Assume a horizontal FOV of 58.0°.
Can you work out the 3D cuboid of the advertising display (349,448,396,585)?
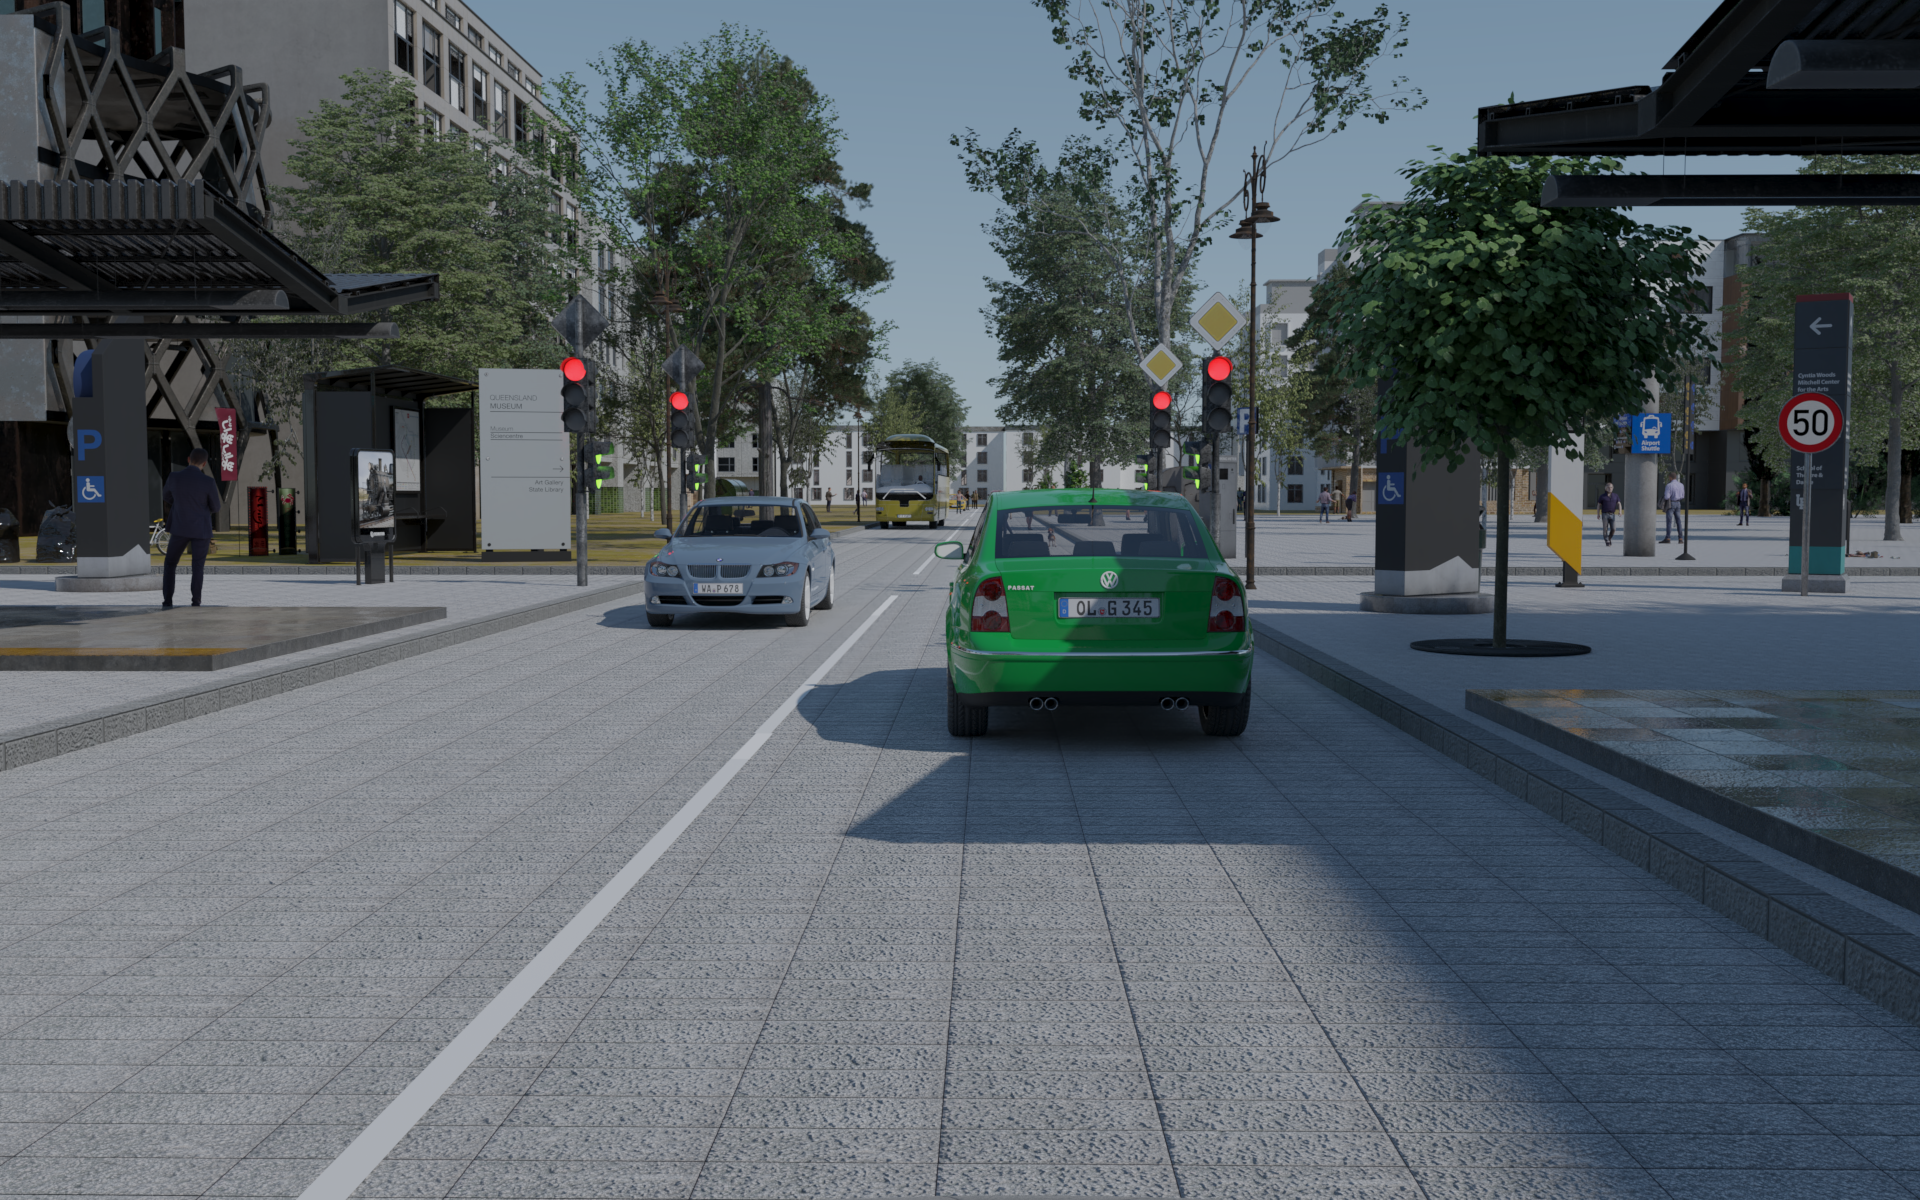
[{"bbox_3d":[-8.371,-1.194,24.731,0.123,1.923,0.974,1,4,13],"label":"advertising display"}]

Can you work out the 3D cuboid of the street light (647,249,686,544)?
[{"bbox_3d":[-5.540,-3.676,32.896,0.468,5.910,1.993,0,4,1],"label":"street light"}]

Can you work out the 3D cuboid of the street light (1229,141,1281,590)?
[{"bbox_3d":[3.910,-3.081,23.157,0.468,5.910,1.993,0,4,1],"label":"street light"}]

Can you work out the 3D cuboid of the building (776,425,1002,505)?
[{"bbox_3d":[-8.464,-16.720,215.518,28.070,9.664,9.099,0,4,1],"label":"building"}]

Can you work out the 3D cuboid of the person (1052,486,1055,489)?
[{"bbox_3d":[5.331,-5.627,98.591,0.990,1.755,0.434,0,4,7],"label":"person"}]

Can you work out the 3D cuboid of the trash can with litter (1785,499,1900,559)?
[{"bbox_3d":[18.072,-1.477,35.212,1.678,1.210,2.233,-1,4,-12],"label":"trash can with litter"}]

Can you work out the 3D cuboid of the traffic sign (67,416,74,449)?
[{"bbox_3d":[-12.469,-1.519,24.943,0.768,2.556,0.104,0,4,1],"label":"traffic sign"}]

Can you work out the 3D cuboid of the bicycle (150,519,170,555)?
[{"bbox_3d":[-16.661,-1.367,35.567,0.635,0.972,1.543,3,5,42],"label":"bicycle"}]

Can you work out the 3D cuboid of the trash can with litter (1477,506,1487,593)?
[{"bbox_3d":[6.117,-0.633,21.741,0.624,1.170,1.055,-1,4,-19],"label":"trash can with litter"}]

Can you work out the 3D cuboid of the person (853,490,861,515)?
[{"bbox_3d":[-6.185,-5.862,104.097,0.471,1.553,0.569,1,4,14],"label":"person"}]

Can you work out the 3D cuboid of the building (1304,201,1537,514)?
[{"bbox_3d":[32.605,-15.981,117.715,16.016,20.091,11.380,0,4,1],"label":"building"}]

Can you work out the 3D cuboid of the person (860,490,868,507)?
[{"bbox_3d":[-9.770,-10.402,177.056,0.756,1.711,0.436,2,4,35],"label":"person"}]

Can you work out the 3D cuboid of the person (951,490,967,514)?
[{"bbox_3d":[-0.067,-7.020,123.992,1.217,1.736,0.721,-1,4,-12],"label":"person"}]

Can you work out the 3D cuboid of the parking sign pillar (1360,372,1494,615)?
[{"bbox_3d":[5.151,-1.867,19.001,1.447,3.967,1.447,-3,4,-37],"label":"parking sign pillar"}]

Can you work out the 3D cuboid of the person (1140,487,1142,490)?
[{"bbox_3d":[13.314,-7.409,127.187,1.348,1.824,0.705,2,4,26],"label":"person"}]

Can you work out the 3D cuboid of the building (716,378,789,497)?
[{"bbox_3d":[-38.304,-21.567,219.070,31.486,18.905,16.747,0,4,1],"label":"building"}]

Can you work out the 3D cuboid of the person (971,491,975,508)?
[{"bbox_3d":[1.302,-10.040,173.363,1.217,1.735,0.721,-2,4,-31],"label":"person"}]

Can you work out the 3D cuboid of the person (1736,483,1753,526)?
[{"bbox_3d":[31.680,-3.862,70.013,0.431,1.722,0.655,-3,4,-39],"label":"person"}]

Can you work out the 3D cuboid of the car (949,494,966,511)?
[{"bbox_3d":[-0.374,-8.225,144.701,2.015,1.641,3.980,0,4,1],"label":"car"}]

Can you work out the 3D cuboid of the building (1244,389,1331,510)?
[{"bbox_3d":[29.112,-11.978,137.994,9.099,9.664,28.070,0,4,1],"label":"building"}]

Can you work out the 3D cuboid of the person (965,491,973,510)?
[{"bbox_3d":[0.748,-8.780,152.883,0.721,1.723,1.217,-3,4,-38],"label":"person"}]

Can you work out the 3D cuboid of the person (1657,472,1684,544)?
[{"bbox_3d":[18.383,-2.380,44.827,0.709,1.838,0.599,-1,4,-15],"label":"person"}]

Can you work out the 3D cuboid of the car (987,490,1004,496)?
[{"bbox_3d":[3.960,-10.410,178.877,2.281,1.827,5.304,0,4,2],"label":"car"}]

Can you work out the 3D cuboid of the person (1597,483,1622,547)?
[{"bbox_3d":[15.966,-2.092,42.460,0.569,1.553,0.471,3,5,41],"label":"person"}]

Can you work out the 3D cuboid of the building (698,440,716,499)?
[{"bbox_3d":[-37.119,-13.348,160.392,28.070,9.664,9.099,0,4,1],"label":"building"}]

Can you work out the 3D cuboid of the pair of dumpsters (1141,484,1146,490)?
[{"bbox_3d":[9.123,-4.644,78.415,1.574,2.255,4.436,0,4,1],"label":"pair of dumpsters"}]

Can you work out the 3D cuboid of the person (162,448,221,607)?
[{"bbox_3d":[-8.184,-0.728,18.387,0.683,1.767,0.568,-1,4,-12],"label":"person"}]

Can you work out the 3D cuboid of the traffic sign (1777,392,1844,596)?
[{"bbox_3d":[10.599,-1.319,21.665,0.768,2.556,0.104,1,4,10],"label":"traffic sign"}]

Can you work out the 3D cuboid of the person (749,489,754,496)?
[{"bbox_3d":[-19.535,-9.364,159.592,0.683,1.767,0.568,-3,5,-40],"label":"person"}]

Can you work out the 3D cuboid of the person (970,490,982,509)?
[{"bbox_3d":[1.532,-9.712,167.391,1.348,1.812,0.705,-2,4,-31],"label":"person"}]

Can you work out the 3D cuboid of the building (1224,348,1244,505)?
[{"bbox_3d":[49.425,-21.434,216.905,31.486,18.905,16.747,0,4,1],"label":"building"}]

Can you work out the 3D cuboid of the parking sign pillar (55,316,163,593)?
[{"bbox_3d":[-11.348,-2.121,23.153,1.447,3.967,1.447,0,4,-3],"label":"parking sign pillar"}]

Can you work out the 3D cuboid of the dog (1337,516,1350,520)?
[{"bbox_3d":[19.389,-4.245,87.146,0.748,0.427,0.550,1,4,21],"label":"dog"}]

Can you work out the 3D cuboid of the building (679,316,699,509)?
[{"bbox_3d":[-30.304,-17.691,145.661,16.016,20.091,11.380,0,4,1],"label":"building"}]

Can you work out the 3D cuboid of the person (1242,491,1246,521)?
[{"bbox_3d":[13.752,-4.658,82.908,0.576,1.737,0.504,1,4,15],"label":"person"}]

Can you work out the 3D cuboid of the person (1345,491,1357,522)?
[{"bbox_3d":[18.000,-4.308,79.710,0.697,1.427,0.421,-3,5,-42],"label":"person"}]

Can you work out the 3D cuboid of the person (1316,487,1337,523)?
[{"bbox_3d":[15.946,-4.134,75.599,0.963,1.587,0.435,2,4,27],"label":"person"}]

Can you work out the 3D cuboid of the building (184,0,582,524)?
[{"bbox_3d":[-33.245,-17.472,90.188,19.350,26.468,34.151,0,4,1],"label":"building"}]

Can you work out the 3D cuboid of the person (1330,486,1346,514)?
[{"bbox_3d":[24.162,-6.431,111.185,1.348,1.824,0.705,-1,4,-9],"label":"person"}]

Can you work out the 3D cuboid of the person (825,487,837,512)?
[{"bbox_3d":[-9.049,-7.045,121.753,0.750,1.759,0.617,-2,4,-25],"label":"person"}]

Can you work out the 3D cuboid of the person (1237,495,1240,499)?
[{"bbox_3d":[16.890,-6.285,108.433,1.348,1.869,0.705,1,4,15],"label":"person"}]

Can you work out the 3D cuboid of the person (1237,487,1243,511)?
[{"bbox_3d":[21.235,-7.677,131.642,1.350,1.814,0.705,3,5,43],"label":"person"}]

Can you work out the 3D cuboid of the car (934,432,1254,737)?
[{"bbox_3d":[0.799,-0.172,11.608,1.959,1.807,4.718,0,4,0],"label":"car"}]

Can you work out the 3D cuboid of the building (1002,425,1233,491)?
[{"bbox_3d":[19.594,-16.665,214.611,28.070,9.664,9.099,0,4,1],"label":"building"}]

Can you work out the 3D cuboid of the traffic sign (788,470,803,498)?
[{"bbox_3d":[-8.625,-5.545,90.773,0.768,2.556,0.104,0,4,7],"label":"traffic sign"}]

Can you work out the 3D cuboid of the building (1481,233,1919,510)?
[{"bbox_3d":[64.905,-18.692,149.588,32.646,21.610,27.936,0,4,1],"label":"building"}]

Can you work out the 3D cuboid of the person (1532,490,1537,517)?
[{"bbox_3d":[32.389,-5.487,97.218,0.566,1.644,0.517,1,4,16],"label":"person"}]

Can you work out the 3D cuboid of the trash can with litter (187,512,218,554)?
[{"bbox_3d":[-16.234,-1.562,36.921,0.624,1.170,1.055,-1,4,-9],"label":"trash can with litter"}]

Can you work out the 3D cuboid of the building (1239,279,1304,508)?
[{"bbox_3d":[33.857,-18.458,158.204,16.016,20.091,11.380,0,4,1],"label":"building"}]

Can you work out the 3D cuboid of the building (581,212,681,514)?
[{"bbox_3d":[-31.040,-15.771,124.315,16.747,18.905,31.486,0,4,1],"label":"building"}]

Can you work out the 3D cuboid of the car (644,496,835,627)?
[{"bbox_3d":[-2.471,-0.504,20.246,2.014,1.417,4.499,0,4,1],"label":"car"}]

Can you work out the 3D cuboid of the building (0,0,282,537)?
[{"bbox_3d":[-32.948,-11.740,59.394,16.820,18.784,16.811,0,4,1],"label":"building"}]

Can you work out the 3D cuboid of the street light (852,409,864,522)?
[{"bbox_3d":[-4.668,-6.539,79.705,0.468,5.910,1.993,0,4,1],"label":"street light"}]

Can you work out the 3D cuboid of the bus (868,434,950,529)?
[{"bbox_3d":[-1.984,-5.087,74.714,2.896,3.916,12.252,0,4,2],"label":"bus"}]

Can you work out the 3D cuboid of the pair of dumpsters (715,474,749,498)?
[{"bbox_3d":[-10.863,-4.772,80.517,1.574,2.255,4.436,0,4,1],"label":"pair of dumpsters"}]
